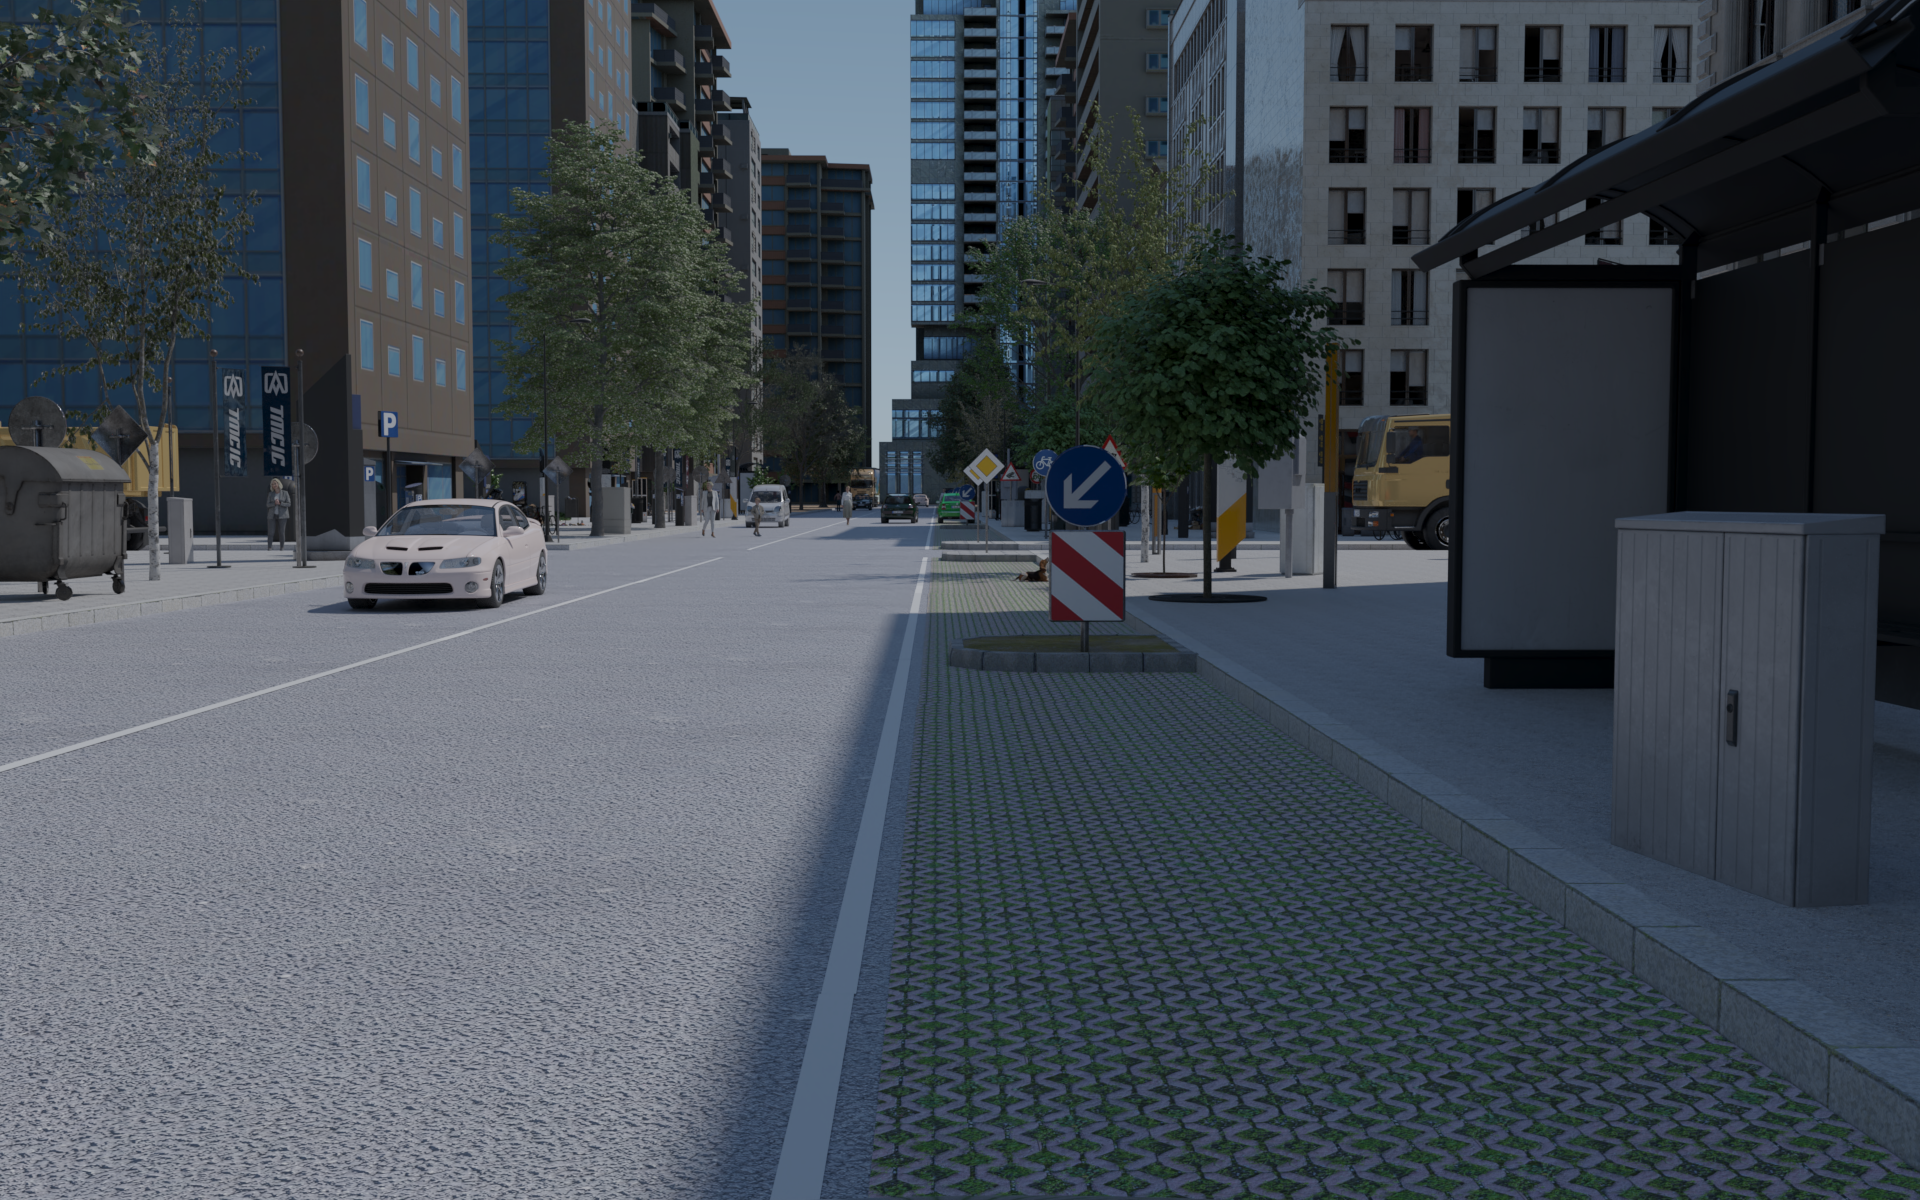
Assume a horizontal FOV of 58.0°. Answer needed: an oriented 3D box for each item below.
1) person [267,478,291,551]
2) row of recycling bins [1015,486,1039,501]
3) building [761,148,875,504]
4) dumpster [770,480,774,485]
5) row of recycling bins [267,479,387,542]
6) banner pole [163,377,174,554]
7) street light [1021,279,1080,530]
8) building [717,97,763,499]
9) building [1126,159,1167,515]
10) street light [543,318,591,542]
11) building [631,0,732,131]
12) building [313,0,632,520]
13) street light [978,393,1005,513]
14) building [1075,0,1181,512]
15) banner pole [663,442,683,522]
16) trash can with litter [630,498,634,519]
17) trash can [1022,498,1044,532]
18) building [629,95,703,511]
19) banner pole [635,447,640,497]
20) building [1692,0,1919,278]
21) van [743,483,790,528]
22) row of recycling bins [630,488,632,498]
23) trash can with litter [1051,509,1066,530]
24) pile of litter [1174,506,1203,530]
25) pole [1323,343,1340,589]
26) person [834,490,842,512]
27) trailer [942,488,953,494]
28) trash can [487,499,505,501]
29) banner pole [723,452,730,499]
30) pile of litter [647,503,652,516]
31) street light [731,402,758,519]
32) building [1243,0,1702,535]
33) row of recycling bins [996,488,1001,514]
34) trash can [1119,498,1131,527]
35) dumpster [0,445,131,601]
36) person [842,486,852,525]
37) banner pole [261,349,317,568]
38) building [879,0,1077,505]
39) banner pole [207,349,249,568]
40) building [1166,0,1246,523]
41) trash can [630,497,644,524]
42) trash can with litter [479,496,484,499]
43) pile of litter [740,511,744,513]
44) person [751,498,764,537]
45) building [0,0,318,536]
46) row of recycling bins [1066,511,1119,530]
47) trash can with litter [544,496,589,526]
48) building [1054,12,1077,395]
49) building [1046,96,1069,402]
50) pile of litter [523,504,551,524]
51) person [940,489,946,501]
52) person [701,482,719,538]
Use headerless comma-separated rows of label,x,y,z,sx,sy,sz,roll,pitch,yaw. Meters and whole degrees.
person,-16.158,-1.980,41.055,0.537,1.800,0.526,0,4,-5
row of recycling bins,4.476,-4.845,86.325,3.534,1.692,1.069,0,4,-7
building,-25.569,-34.702,222.005,28.867,44.769,22.147,0,4,-1
dumpster,-13.465,-7.179,119.867,1.502,2.255,1.985,0,4,-1
row of recycling bins,-17.433,-2.482,47.691,1.069,1.692,3.534,2,4,34
banner pole,-16.810,-2.869,36.921,0.401,3.779,0.863,-2,4,-25
street light,2.014,-3.982,37.643,1.470,5.913,1.316,0,4,-1
building,-27.961,-30.399,180.625,14.086,41.232,14.154,0,4,-1
building,17.374,-17.401,103.592,14.460,24.649,34.723,0,4,-1
street light,-10.449,-4.489,45.941,1.470,5.913,1.316,0,4,-1
building,-31.553,-30.275,149.625,22.147,44.769,28.867,0,4,-1
building,-26.953,-27.476,99.342,14.600,45.320,14.200,0,4,-1
street light,1.493,-6.516,79.073,1.470,5.913,1.316,0,4,-1
building,20.326,-31.119,132.497,21.300,48.544,21.600,0,4,-1
banner pole,-13.529,-5.649,82.371,0.863,3.779,0.401,2,4,28
trash can with litter,-11.873,-2.981,60.122,1.055,1.170,0.624,-2,4,-26
trash can,2.497,-2.906,59.174,0.748,1.137,0.748,0,3,0
building,-27.092,-21.780,127.809,14.160,30.474,14.107,0,4,-1
banner pole,-15.085,-5.566,81.022,0.401,3.779,0.863,-2,4,-29
building,17.082,-11.632,19.055,11.050,23.489,19.941,0,4,-1
van,-8.340,-4.165,75.108,2.013,2.044,4.112,0,4,-1
row of recycling bins,-22.511,-6.438,112.375,3.534,1.692,1.069,-3,4,-37
trash can with litter,3.523,-2.797,57.112,1.055,1.170,0.624,1,4,18
pile of litter,8.393,-2.973,62.578,1.176,0.858,1.719,-1,4,-13
pole,5.032,-1.811,23.460,0.158,3.312,0.155,0,3,0
person,-9.872,-8.100,141.640,1.217,1.736,0.721,3,5,41
trailer,-1.168,-9.651,164.835,1.471,1.999,3.904,0,4,-2
trash can,-13.833,-2.420,51.227,0.748,1.137,0.748,0,3,0
banner pole,-14.075,-6.996,104.407,0.401,3.779,0.863,2,4,35
pile of litter,-18.080,-5.344,101.335,1.176,0.858,1.719,0,4,-6
street light,-10.876,-7.031,87.491,1.470,5.913,1.316,0,4,-1
building,18.934,-12.484,58.860,16.860,20.320,10.420,0,4,-1
row of recycling bins,2.922,-6.427,112.195,1.069,1.692,3.534,2,4,28
trash can,6.362,-3.452,68.101,0.748,1.137,0.748,0,3,0
dumpster,-11.288,-0.960,21.453,1.264,1.857,1.865,0,4,-1
person,-5.194,-4.353,79.903,0.478,1.798,0.641,1,4,9
banner pole,-11.603,-2.439,29.897,0.863,3.779,0.401,-2,4,-28
building,5.411,-55.595,221.655,31.000,86.520,22.319,0,4,-1
banner pole,-12.810,-2.464,30.296,0.401,3.779,0.863,2,4,29
building,16.402,-15.797,76.297,12.078,24.808,19.932,0,4,-1
trash can,-14.154,-3.914,75.645,0.748,1.137,0.748,0,3,0
trash can with litter,-19.255,-3.643,70.624,1.678,1.210,2.233,0,4,2
pile of litter,-15.139,-6.475,119.824,1.176,0.858,1.719,1,4,22
person,-6.812,-2.792,58.427,0.475,1.303,0.640,-3,4,-38
building,-25.638,-24.996,58.792,14.600,45.320,14.200,0,4,-1
row of recycling bins,3.574,-2.439,46.992,1.069,1.692,3.534,1,4,17
trash can with litter,-16.097,-3.609,70.058,2.233,1.210,1.678,0,4,-8
building,20.045,-30.801,158.214,22.147,44.769,28.867,0,4,-1
building,16.004,-30.464,181.687,14.154,41.232,14.086,0,4,-1
pile of litter,-18.382,-3.692,74.321,1.719,0.858,1.176,0,4,4
person,-1.041,-6.436,113.949,0.478,1.798,0.641,2,4,32
person,-8.292,-2.991,57.283,0.514,1.842,0.818,-2,4,-30
